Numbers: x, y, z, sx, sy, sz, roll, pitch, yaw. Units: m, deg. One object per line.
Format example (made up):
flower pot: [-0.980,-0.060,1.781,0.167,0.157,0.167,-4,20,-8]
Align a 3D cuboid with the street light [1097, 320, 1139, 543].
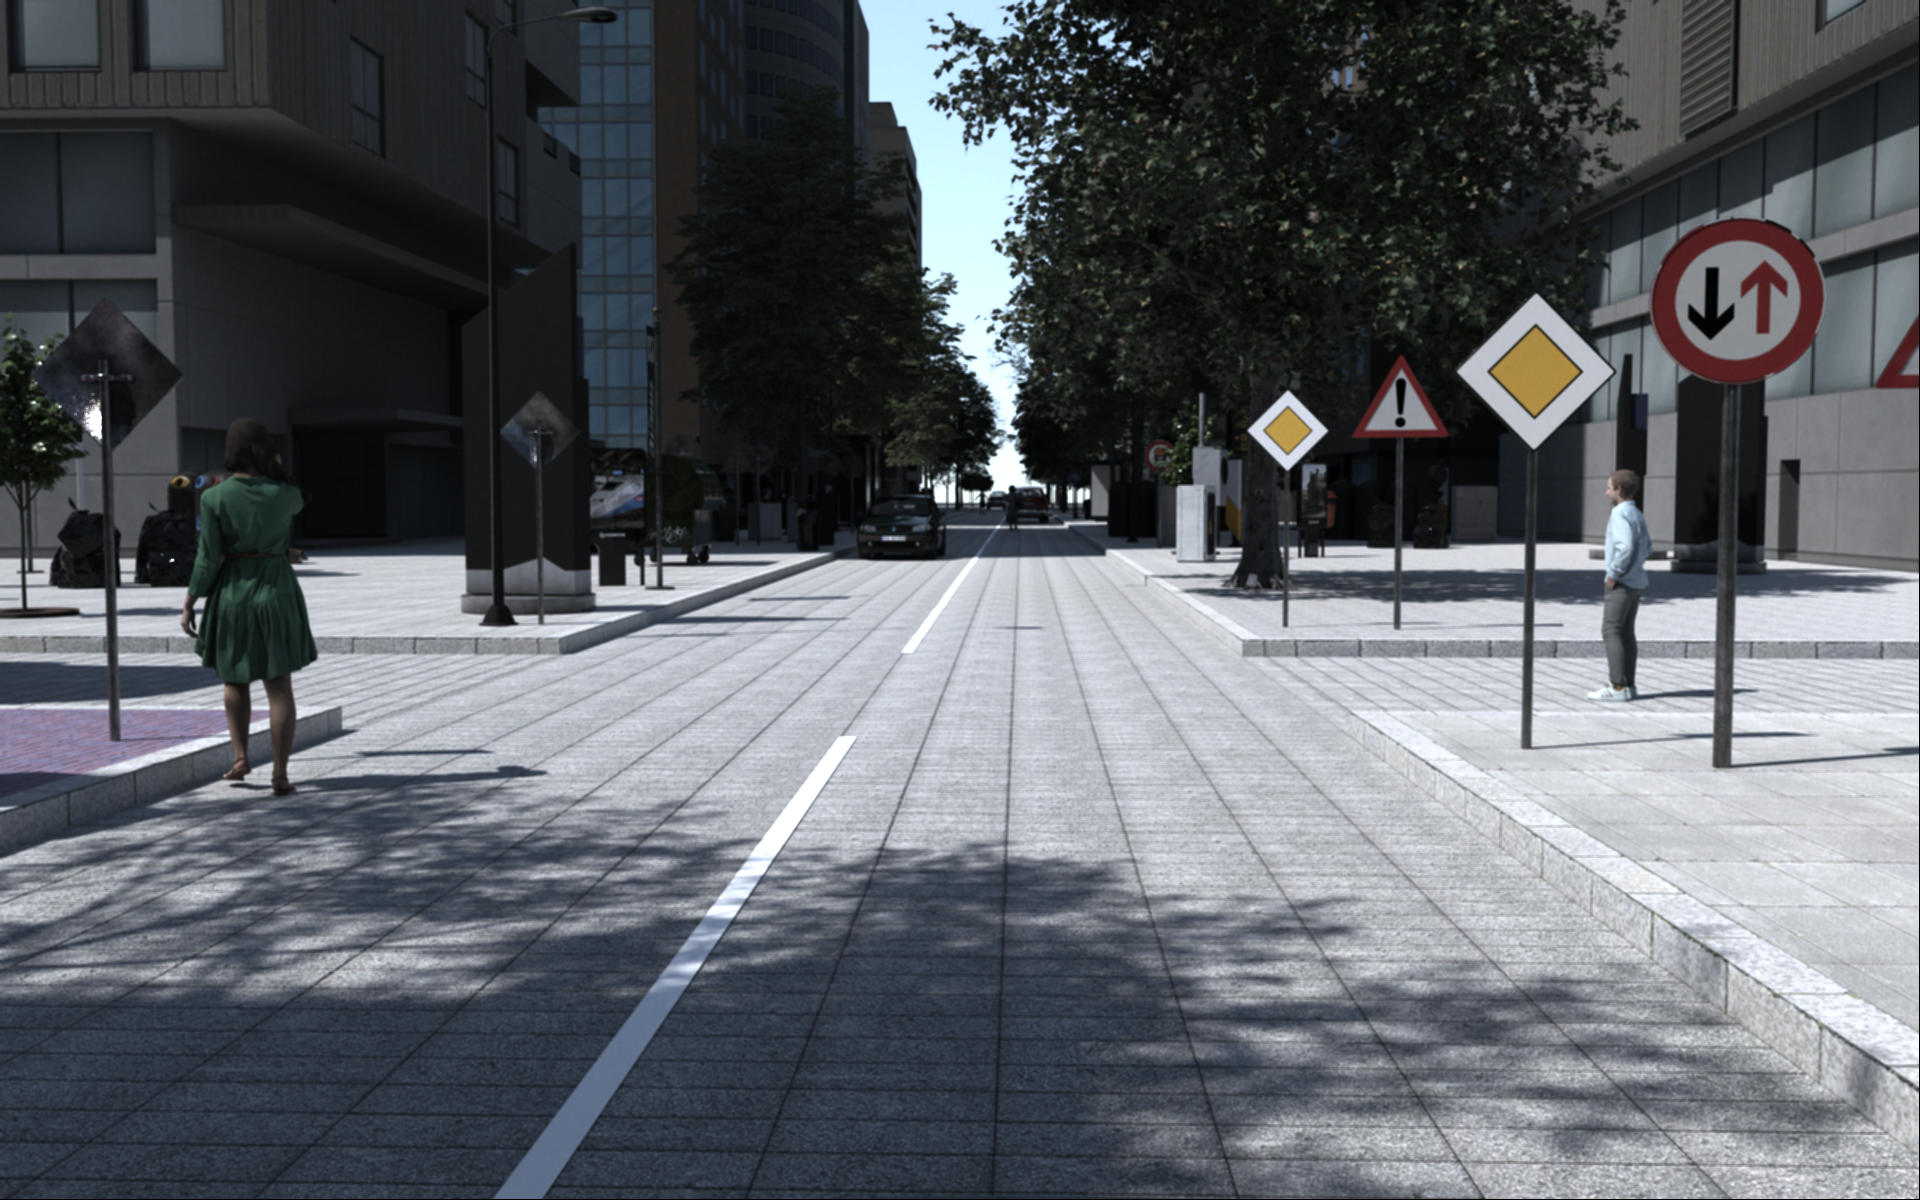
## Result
street light: [4.045,-4.483,45.839,1.470,5.913,1.316,0,4,2]

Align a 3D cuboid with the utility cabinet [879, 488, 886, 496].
utility cabinet: [-3.220,-3.627,67.978,0.318,1.500,1.173,-1,4,-22]

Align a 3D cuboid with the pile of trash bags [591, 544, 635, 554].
pile of trash bags: [-8.797,-1.678,37.184,3.447,1.369,1.912,-2,4,-28]

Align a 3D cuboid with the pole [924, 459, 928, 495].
pole: [-1.653,-5.529,84.240,0.158,3.312,0.155,0,3,0]

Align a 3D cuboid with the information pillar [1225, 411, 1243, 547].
information pillar: [6.609,-3.083,41.759,0.183,3.616,0.504,-2,4,-32]

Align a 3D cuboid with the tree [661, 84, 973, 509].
tree: [-4.440,-7.950,48.114,7.486,12.596,7.792,0,3,0]

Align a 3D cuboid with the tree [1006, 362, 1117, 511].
tree: [7.862,-13.769,131.777,9.857,13.997,8.962,0,3,0]

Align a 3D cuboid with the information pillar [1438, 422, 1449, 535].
information pillar: [15.061,-3.829,53.952,0.183,3.616,0.504,-1,4,-14]

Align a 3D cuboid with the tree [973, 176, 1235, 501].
tree: [5.772,-8.297,53.787,7.486,12.596,7.792,0,3,0]

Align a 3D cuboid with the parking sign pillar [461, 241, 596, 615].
parking sign pillar: [-4.735,-1.862,18.916,1.447,3.967,1.447,1,4,13]

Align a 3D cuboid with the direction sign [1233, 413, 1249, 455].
direction sign: [5.922,-2.628,34.960,0.876,3.537,0.379,-1,4,-12]

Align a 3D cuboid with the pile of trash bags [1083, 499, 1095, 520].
pile of trash bags: [7.945,-4.930,90.363,1.912,1.369,3.447,2,4,26]

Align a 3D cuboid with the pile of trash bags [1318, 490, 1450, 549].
pile of trash bags: [10.160,-1.962,41.839,3.447,1.369,1.912,2,4,31]

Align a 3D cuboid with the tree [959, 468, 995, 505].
tree: [1.259,-13.997,212.565,4.285,4.588,4.351,0,3,0]

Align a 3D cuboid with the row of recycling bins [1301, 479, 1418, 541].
row of recycling bins: [11.130,-2.524,48.387,3.534,1.692,1.069,3,5,41]

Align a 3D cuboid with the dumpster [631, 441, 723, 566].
dumpster: [-5.223,-1.772,31.471,1.502,2.255,1.985,0,4,2]

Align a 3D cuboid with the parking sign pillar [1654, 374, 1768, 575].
parking sign pillar: [12.385,-2.428,28.175,1.447,3.967,1.447,3,5,42]

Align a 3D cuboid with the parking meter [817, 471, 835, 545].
parking meter: [-3.355,-2.302,43.351,0.399,1.863,0.255,-3,5,-42]

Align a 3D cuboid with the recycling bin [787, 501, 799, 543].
recycling bin: [-4.111,-2.044,45.970,0.722,1.027,0.722,-3,4,-36]

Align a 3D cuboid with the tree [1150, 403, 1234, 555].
tree: [5.027,-2.592,36.980,1.663,3.219,1.824,0,3,0]

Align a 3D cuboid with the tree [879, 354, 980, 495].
tree: [-2.078,-11.059,115.220,7.601,10.594,8.767,1,4,16]

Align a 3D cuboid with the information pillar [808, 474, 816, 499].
information pillar: [-5.409,-3.570,62.857,0.304,2.012,0.304,0,4,7]

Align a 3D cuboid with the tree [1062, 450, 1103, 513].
tree: [8.287,-8.096,116.079,4.285,4.588,4.351,0,3,0]

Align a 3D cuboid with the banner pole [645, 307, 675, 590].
banner pole: [-4.055,-2.017,22.994,0.401,3.779,0.863,0,4,3]

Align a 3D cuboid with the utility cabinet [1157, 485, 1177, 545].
utility cabinet: [5.382,-2.113,43.233,0.318,1.500,1.173,3,5,43]

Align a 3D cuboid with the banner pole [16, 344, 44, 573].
banner pole: [-15.046,-2.318,27.914,0.401,3.779,0.863,-2,4,-28]

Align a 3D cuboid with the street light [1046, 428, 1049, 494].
street light: [6.759,-9.112,121.520,1.470,5.913,1.316,0,4,2]

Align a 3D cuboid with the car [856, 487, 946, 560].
car: [-1.287,-1.796,39.154,2.009,1.686,4.222,0,4,4]

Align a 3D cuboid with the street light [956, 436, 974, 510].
street light: [0.375,-10.186,139.088,1.470,5.913,1.316,0,4,2]

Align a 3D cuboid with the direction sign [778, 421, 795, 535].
direction sign: [-5.430,-3.811,54.307,0.379,3.537,0.876,2,4,28]

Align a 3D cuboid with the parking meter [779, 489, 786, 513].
parking meter: [-8.811,-4.756,86.169,0.372,1.533,0.369,0,3,0]

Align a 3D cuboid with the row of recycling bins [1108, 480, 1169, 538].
row of recycling bins: [5.883,-2.700,51.255,3.534,1.692,1.069,3,5,40]

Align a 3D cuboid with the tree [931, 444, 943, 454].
tree: [0.094,-15.715,167.313,12.009,13.543,11.850,0,3,0]

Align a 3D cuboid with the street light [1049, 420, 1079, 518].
street light: [5.603,-7.280,91.575,1.470,5.913,1.316,0,4,2]

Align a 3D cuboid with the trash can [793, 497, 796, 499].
trash can: [-8.595,-4.752,89.351,0.748,1.137,0.748,0,3,0]

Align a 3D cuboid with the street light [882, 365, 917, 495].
street light: [-2.245,-5.506,62.562,1.470,5.913,1.316,0,4,2]

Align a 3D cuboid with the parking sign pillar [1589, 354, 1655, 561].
parking sign pillar: [13.159,-2.785,34.010,1.447,3.967,1.447,1,4,16]

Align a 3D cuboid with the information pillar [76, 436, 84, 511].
information pillar: [-14.141,-2.230,27.822,0.183,3.616,0.504,-2,4,-28]

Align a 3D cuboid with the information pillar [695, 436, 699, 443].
information pillar: [-10.597,-4.760,69.174,0.183,3.616,0.504,3,5,43]

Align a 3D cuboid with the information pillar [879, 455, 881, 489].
information pillar: [-4.242,-5.862,87.198,0.504,3.616,0.183,1,4,16]

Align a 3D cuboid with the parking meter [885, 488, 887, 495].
parking meter: [-3.367,-4.123,75.824,0.372,1.533,0.369,0,3,0]

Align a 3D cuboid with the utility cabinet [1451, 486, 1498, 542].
utility cabinet: [13.717,-2.294,46.180,1.173,1.500,0.318,-1,4,-11]

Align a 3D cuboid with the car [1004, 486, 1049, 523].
car: [3.375,-4.809,87.292,2.281,1.827,5.304,0,3,0]

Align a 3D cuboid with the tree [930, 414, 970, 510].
tree: [-1.188,-11.314,135.339,4.360,8.622,3.978,0,3,0]

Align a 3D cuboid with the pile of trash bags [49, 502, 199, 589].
pile of trash bags: [-12.357,-0.882,24.169,3.447,1.369,1.912,-1,4,-17]

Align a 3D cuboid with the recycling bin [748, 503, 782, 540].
recycling bin: [-5.453,-2.191,48.381,0.722,1.027,0.722,-2,4,-35]

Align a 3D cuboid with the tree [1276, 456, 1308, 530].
tree: [12.059,-4.164,62.686,1.663,3.219,1.824,0,3,0]

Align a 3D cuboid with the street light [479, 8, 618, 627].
street light: [-3.971,-2.703,16.733,1.470,5.913,1.316,0,4,2]

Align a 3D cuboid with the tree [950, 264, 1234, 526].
tree: [6.103,-9.679,68.628,12.009,13.543,11.850,0,3,0]

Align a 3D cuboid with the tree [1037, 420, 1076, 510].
tree: [9.177,-12.672,157.543,4.737,8.622,4.395,0,3,0]

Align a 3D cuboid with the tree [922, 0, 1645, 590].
tree: [4.163,-6.497,23.236,9.611,12.733,9.660,0,3,0]

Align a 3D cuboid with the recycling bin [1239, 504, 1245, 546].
recycling bin: [7.266,-1.841,42.654,0.722,1.027,0.722,3,4,37]

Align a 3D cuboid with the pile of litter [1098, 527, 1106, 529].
pile of litter: [5.961,-3.053,63.875,1.719,0.858,1.176,2,4,34]

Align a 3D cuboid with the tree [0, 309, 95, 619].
tree: [-9.968,-1.451,18.323,1.663,3.219,1.824,0,3,0]

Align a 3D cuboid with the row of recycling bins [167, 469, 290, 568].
row of recycling bins: [-11.800,-1.275,27.960,1.069,1.692,3.534,-3,5,-42]
